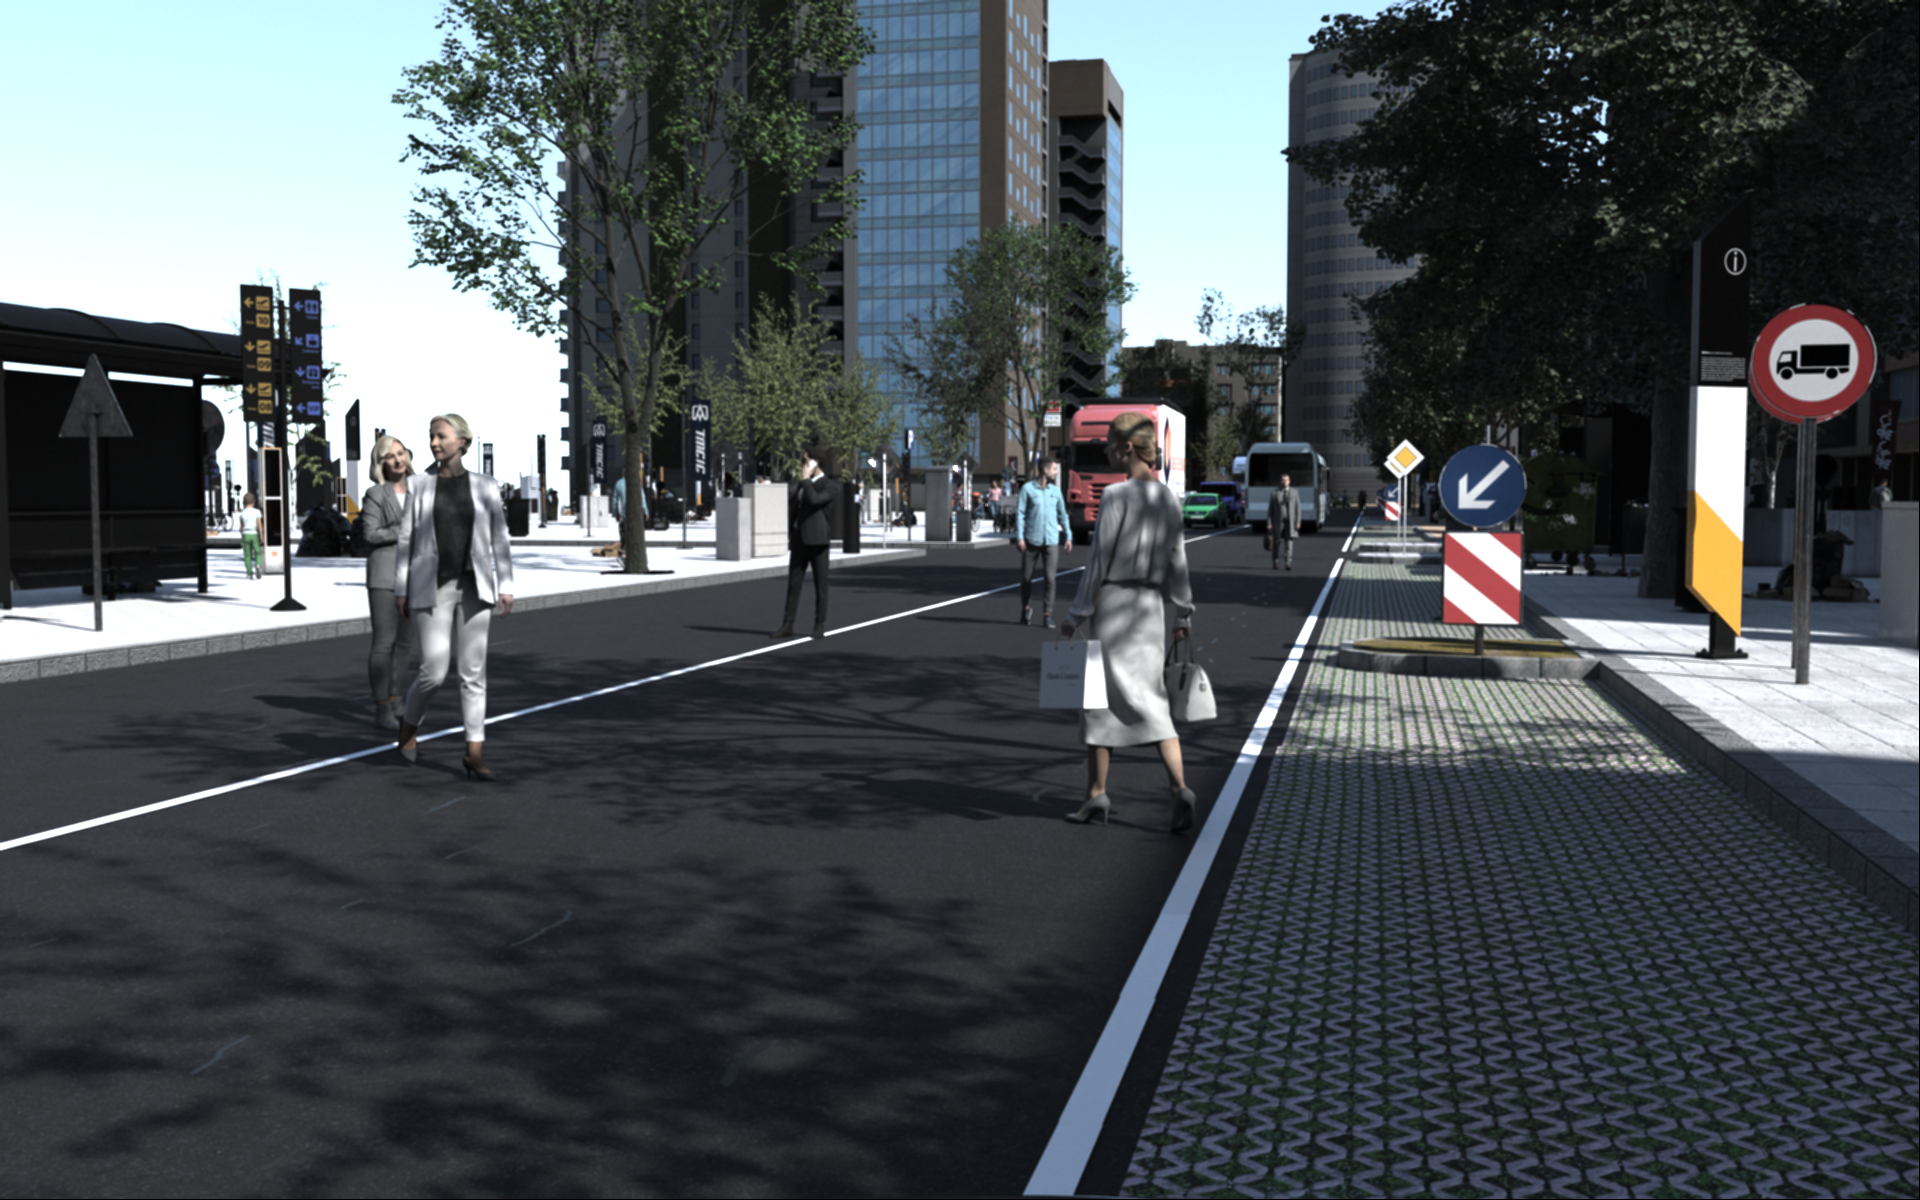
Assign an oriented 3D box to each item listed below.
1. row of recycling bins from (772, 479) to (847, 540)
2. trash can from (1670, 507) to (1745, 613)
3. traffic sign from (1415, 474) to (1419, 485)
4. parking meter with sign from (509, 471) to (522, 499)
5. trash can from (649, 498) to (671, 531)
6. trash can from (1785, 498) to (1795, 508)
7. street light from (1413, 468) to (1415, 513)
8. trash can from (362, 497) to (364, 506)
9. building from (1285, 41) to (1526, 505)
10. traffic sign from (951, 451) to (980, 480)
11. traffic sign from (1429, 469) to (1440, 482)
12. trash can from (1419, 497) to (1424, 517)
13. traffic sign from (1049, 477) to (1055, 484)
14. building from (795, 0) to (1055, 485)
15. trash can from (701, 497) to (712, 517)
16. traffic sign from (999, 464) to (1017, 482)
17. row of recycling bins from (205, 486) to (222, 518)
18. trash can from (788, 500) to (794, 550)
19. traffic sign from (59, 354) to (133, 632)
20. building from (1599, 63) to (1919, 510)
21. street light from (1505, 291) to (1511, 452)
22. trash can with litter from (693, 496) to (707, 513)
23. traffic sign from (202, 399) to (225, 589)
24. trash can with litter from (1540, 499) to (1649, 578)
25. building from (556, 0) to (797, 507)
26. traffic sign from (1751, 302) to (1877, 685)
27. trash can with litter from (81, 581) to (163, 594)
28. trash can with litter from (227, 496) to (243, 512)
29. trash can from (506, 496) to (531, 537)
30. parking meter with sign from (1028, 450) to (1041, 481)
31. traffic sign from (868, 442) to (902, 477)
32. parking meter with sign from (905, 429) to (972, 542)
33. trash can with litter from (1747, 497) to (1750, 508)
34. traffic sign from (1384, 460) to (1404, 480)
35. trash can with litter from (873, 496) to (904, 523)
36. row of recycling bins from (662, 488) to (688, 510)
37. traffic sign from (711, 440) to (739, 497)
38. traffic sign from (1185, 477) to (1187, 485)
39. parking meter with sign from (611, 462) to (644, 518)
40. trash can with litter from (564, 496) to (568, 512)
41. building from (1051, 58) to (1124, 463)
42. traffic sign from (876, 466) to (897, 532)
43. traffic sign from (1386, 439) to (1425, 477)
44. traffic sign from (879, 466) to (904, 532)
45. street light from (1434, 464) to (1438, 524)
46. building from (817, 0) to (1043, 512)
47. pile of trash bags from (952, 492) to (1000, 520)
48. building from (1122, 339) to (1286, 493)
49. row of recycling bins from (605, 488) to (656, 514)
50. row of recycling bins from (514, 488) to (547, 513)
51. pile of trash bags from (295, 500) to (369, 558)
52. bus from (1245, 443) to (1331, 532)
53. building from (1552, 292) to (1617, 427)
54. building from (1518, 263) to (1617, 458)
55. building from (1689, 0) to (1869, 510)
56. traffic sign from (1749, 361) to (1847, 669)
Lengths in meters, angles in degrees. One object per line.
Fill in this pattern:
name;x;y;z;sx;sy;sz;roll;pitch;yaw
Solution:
row of recycling bins;-4.384;-2.579;49.273;1.069;1.692;3.534;-3;5;-40
trash can;8.102;-0.438;18.807;0.748;1.137;0.748;0;3;0
traffic sign;27.657;-6.343;103.819;0.768;2.556;0.104;1;4;18
parking meter with sign;-34.159;-8.260;131.303;1.738;3.016;0.543;-2;4;-27
trash can;-10.523;-3.006;60.797;0.748;1.137;0.748;0;3;0
trash can;30.276;-3.125;62.744;0.748;1.137;0.748;0;3;0
street light;30.538;-8.782;116.379;0.468;5.910;1.993;1;4;13
trash can;-33.497;-5.196;96.605;0.748;1.137;0.748;0;3;0
building;56.159;-41.537;221.128;28.212;58.520;21.231;1;4;13
traffic sign;0.128;-2.728;46.798;0.795;2.593;0.064;1;4;13
traffic sign;31.926;-7.439;115.497;2.265;3.308;0.079;1;4;22
trash can;25.873;-5.181;96.370;0.748;1.137;0.748;0;3;0
traffic sign;4.263;-4.938;80.843;0.768;2.556;0.104;1;4;21
building;-1.129;-43.420;148.168;20.563;71.187;20.611;1;4;13
trash can;-14.349;-5.272;97.856;0.748;1.137;0.748;0;3;0
traffic sign;2.103;-4.679;76.235;0.795;2.593;0.064;1;4;14
row of recycling bins;-40.762;-5.138;91.121;3.534;1.692;1.069;-2;4;-26
trash can;-4.044;-1.706;39.540;0.748;1.137;0.748;0;3;0
traffic sign;-8.047;-0.985;16.107;0.884;2.594;0.081;1;4;21
building;59.815;-28.957;128.067;22.147;44.769;28.867;1;4;13
street light;11.262;-3.838;35.538;0.468;5.910;1.993;1;4;13
trash can with litter;-17.703;-6.538;118.289;0.624;1.170;1.055;3;5;41
traffic sign;-10.206;-1.420;23.320;0.768;2.556;0.104;1;4;22
trash can with litter;10.279;-0.991;27.253;2.233;1.210;1.678;1;4;11
building;-26.673;-39.177;182.537;28.212;58.520;21.231;1;4;13
traffic sign;5.685;-0.704;11.613;0.768;2.556;0.104;1;4;14
trash can with litter;-10.950;-0.674;22.414;0.624;1.170;1.055;2;4;27
trash can with litter;-51.854;-6.883;123.927;1.055;1.170;0.624;0;4;-7
trash can;-13.274;-2.473;52.079;0.748;1.137;0.748;0;3;0
parking meter with sign;3.139;-4.506;69.933;0.543;3.016;1.738;1;4;12
traffic sign;-1.714;-2.253;39.028;0.795;2.593;0.064;1;4;13
parking meter with sign;-0.563;-3.069;46.441;1.738;3.016;0.543;1;4;14
trash can with litter;33.481;-3.731;72.396;1.055;1.170;0.624;2;4;34
traffic sign;11.211;-2.567;44.159;0.795;2.593;0.064;1;4;13
trash can with litter;-3.026;-4.099;78.074;2.233;1.210;1.678;-3;4;-36
row of recycling bins;-20.157;-7.062;122.577;1.069;1.692;3.534;-2;4;-28
traffic sign;-5.620;-2.506;41.084;0.768;2.556;0.104;1;4;16
traffic sign;15.063;-7.198;117.798;0.768;2.556;0.104;1;4;17
parking meter with sign;-18.111;-5.991;94.217;1.738;3.016;0.543;1;4;16
trash can with litter;-28.785;-7.045;126.239;1.678;1.210;2.233;-1;4;-10
building;8.636;-32.244;177.297;14.200;45.320;14.600;1;4;13
traffic sign;-2.481;-3.543;58.040;0.768;2.556;0.104;1;4;20
traffic sign;9.369;-2.092;36.388;0.795;2.593;0.064;1;4;13
traffic sign;-2.317;-3.563;58.256;0.884;2.594;0.081;1;4;18
street light;20.685;-6.257;75.082;0.468;5.910;1.993;1;4;13
building;-1.849;-29.425;131.211;14.600;45.320;14.200;1;4;13
pile of trash bags;0.584;-5.016;91.771;3.447;1.369;1.912;-2;4;-35
building;28.526;-23.612;231.099;28.899;21.520;27.650;1;4;13
row of recycling bins;-21.652;-6.487;113.174;3.534;1.692;1.069;0;4;-2
row of recycling bins;-28.827;-6.692;116.523;1.069;1.692;3.534;1;4;16
pile of trash bags;-11.910;-1.576;35.514;3.447;1.369;1.912;1;4;17
bus;13.020;-4.502;68.465;2.948;3.499;13.247;1;4;13
building;69.437;-19.027;156.130;27.650;21.520;28.899;1;4;13
building;76.380;-27.003;213.197;14.107;30.474;14.160;1;4;13
building;51.218;-20.359;104.577;14.160;30.474;14.107;1;4;13
traffic sign;6.153;-0.767;12.648;0.768;2.556;0.104;1;4;21
